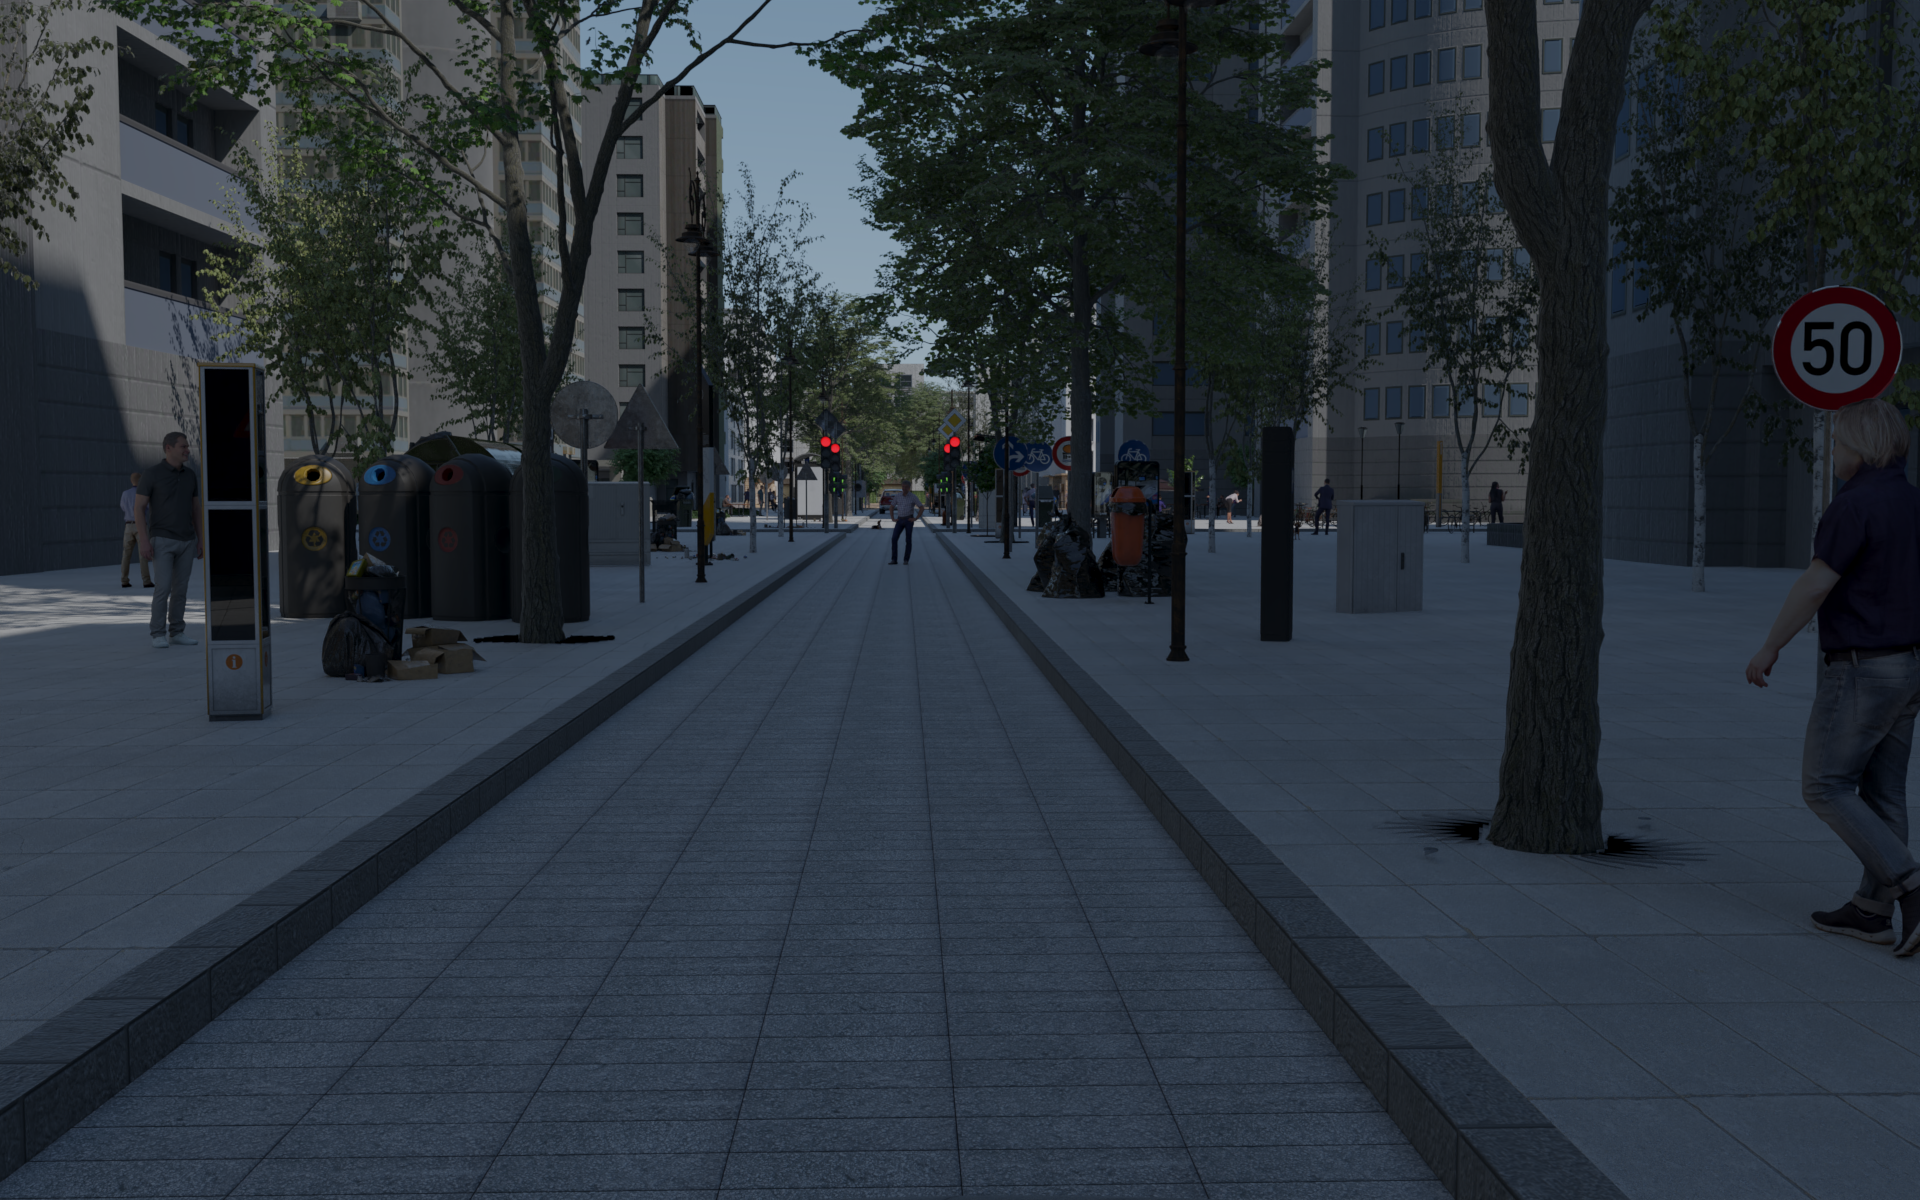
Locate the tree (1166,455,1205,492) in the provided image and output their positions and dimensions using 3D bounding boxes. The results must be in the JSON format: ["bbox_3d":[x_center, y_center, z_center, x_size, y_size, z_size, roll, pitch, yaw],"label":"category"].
[{"bbox_3d":[9.615,-4.849,73.887,1.663,3.219,1.824,0,3,0],"label":"tree"}]

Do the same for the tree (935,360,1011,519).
[{"bbox_3d":[0.467,-8.405,87.782,4.360,8.622,3.978,0,3,0],"label":"tree"}]

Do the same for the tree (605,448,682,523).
[{"bbox_3d":[-14.249,-5.735,77.482,4.285,4.588,4.351,0,3,0],"label":"tree"}]

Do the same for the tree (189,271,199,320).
[{"bbox_3d":[-12.806,-5.134,34.308,4.737,8.622,4.395,0,3,0],"label":"tree"}]

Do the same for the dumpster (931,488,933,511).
[{"bbox_3d":[-1.550,-7.767,129.483,1.502,2.255,1.985,0,4,-2],"label":"dumpster"}]

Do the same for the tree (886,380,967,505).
[{"bbox_3d":[-3.553,-17.627,194.859,9.857,13.997,8.962,0,3,0],"label":"tree"}]

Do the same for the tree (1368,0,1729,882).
[{"bbox_3d":[2.090,-4.898,5.837,9.928,11.665,9.643,0,3,0],"label":"tree"}]

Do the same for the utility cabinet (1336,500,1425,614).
[{"bbox_3d":[4.581,-0.471,18.857,1.020,1.237,0.306,-2,4,-29],"label":"utility cabinet"}]

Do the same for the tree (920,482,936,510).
[{"bbox_3d":[-2.366,-9.127,143.832,1.663,3.219,1.824,0,3,0],"label":"tree"}]

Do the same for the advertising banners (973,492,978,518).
[{"bbox_3d":[1.118,-5.950,93.465,0.090,3.025,2.074,2,4,24],"label":"advertising banners"}]

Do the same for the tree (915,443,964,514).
[{"bbox_3d":[-1.179,-7.821,111.579,4.285,4.588,4.351,0,3,0],"label":"tree"}]

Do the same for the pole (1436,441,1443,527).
[{"bbox_3d":[18.425,-4.449,66.582,0.158,3.312,0.155,0,3,0],"label":"pole"}]

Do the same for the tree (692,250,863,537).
[{"bbox_3d":[-5.589,-6.215,51.972,4.737,8.622,4.395,0,3,0],"label":"tree"}]

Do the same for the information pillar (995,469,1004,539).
[{"bbox_3d":[1.214,-2.776,49.880,0.304,2.012,0.304,2,4,29],"label":"information pillar"}]

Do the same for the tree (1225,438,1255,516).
[{"bbox_3d":[16.921,-7.137,100.408,4.285,4.588,4.351,0,3,0],"label":"tree"}]

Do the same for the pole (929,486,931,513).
[{"bbox_3d":[-2.065,-7.709,119.878,0.158,3.312,0.155,0,3,0],"label":"pole"}]

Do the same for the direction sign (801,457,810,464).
[{"bbox_3d":[-9.572,-6.954,105.700,0.876,3.537,0.379,-2,4,-29],"label":"direction sign"}]

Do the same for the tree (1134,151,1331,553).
[{"bbox_3d":[5.750,-5.338,37.639,4.737,8.622,4.395,0,3,0],"label":"tree"}]

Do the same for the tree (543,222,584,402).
[{"bbox_3d":[-11.581,-5.678,43.205,4.737,8.622,4.395,0,3,0],"label":"tree"}]

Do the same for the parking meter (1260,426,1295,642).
[{"bbox_3d":[2.786,-0.580,15.196,0.255,1.863,0.399,1,4,15],"label":"parking meter"}]

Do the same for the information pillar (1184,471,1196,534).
[{"bbox_3d":[7.321,-3.109,55.317,0.304,2.012,0.304,2,4,28],"label":"information pillar"}]

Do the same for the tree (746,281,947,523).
[{"bbox_3d":[-6.086,-8.699,76.638,7.601,10.594,8.767,-2,4,-32],"label":"tree"}]

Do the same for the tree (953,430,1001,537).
[{"bbox_3d":[0.914,-3.506,51.929,1.663,3.219,1.824,0,3,0],"label":"tree"}]

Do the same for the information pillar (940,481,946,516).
[{"bbox_3d":[-0.969,-5.836,99.907,0.304,2.012,0.304,0,4,7],"label":"information pillar"}]

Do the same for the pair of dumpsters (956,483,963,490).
[{"bbox_3d":[-0.324,-7.521,125.456,1.574,2.255,4.437,0,4,-2],"label":"pair of dumpsters"}]

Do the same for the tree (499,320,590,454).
[{"bbox_3d":[-17.189,-7.400,71.358,4.360,8.622,3.978,0,3,0],"label":"tree"}]

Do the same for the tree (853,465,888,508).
[{"bbox_3d":[-8.450,-10.890,161.761,4.285,4.588,4.351,0,3,0],"label":"tree"}]

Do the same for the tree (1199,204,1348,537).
[{"bbox_3d":[8.563,-5.756,44.470,4.360,8.622,3.978,0,3,0],"label":"tree"}]

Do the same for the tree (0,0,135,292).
[{"bbox_3d":[-11.112,-4.186,18.804,4.360,8.622,3.978,0,3,0],"label":"tree"}]

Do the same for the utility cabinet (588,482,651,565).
[{"bbox_3d":[-6.124,-1.356,30.853,1.173,1.500,0.318,-1,4,-16],"label":"utility cabinet"}]

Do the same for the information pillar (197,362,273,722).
[{"bbox_3d":[-4.122,-0.329,9.865,0.304,2.012,0.304,-1,4,-12],"label":"information pillar"}]

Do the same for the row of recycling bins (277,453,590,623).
[{"bbox_3d":[-5.449,-0.660,17.898,3.534,1.692,1.069,1,4,16],"label":"row of recycling bins"}]

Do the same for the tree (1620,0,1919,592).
[{"bbox_3d":[9.696,-4.401,22.317,4.360,8.622,3.978,0,3,0],"label":"tree"}]

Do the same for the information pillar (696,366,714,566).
[{"bbox_3d":[-4.558,-2.426,31.012,0.183,3.616,0.504,-2,4,-34],"label":"information pillar"}]

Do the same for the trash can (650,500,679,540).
[{"bbox_3d":[-7.267,-1.893,42.602,0.748,1.137,0.748,0,3,0],"label":"trash can"}]

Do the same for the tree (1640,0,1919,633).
[{"bbox_3d":[8.080,-3.989,15.583,4.737,8.622,4.395,0,3,0],"label":"tree"}]

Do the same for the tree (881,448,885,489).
[{"bbox_3d":[-8.028,-12.004,146.630,4.360,8.622,3.978,0,3,0],"label":"tree"}]

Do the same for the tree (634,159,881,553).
[{"bbox_3d":[-4.713,-5.334,37.573,4.360,8.622,3.978,0,3,0],"label":"tree"}]

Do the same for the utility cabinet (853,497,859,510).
[{"bbox_3d":[-8.276,-7.665,134.008,0.318,1.500,1.173,-3,5,-40],"label":"utility cabinet"}]

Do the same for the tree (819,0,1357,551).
[{"bbox_3d":[1.794,-6.545,25.136,7.486,12.596,7.792,0,3,0],"label":"tree"}]

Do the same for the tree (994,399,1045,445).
[{"bbox_3d":[4.006,-10.447,121.169,4.737,8.622,4.395,0,3,0],"label":"tree"}]

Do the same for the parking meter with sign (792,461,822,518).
[{"bbox_3d":[-8.104,-5.879,92.389,1.738,3.016,0.543,-1,4,-16],"label":"parking meter with sign"}]

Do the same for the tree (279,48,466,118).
[{"bbox_3d":[-9.573,-4.741,27.877,4.737,8.622,4.395,0,3,0],"label":"tree"}]

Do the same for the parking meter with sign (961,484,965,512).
[{"bbox_3d":[0.276,-7.558,119.833,0.543,3.016,1.738,0,4,0],"label":"parking meter with sign"}]

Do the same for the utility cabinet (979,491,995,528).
[{"bbox_3d":[1.258,-3.407,64.389,1.173,1.500,0.318,-2,4,-33],"label":"utility cabinet"}]

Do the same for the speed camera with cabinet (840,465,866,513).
[{"bbox_3d":[-7.387,-7.462,116.340,2.038,3.252,0.660,1,4,20],"label":"speed camera with cabinet"}]

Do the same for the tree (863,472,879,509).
[{"bbox_3d":[-8.093,-9.674,152.769,1.663,3.219,1.824,0,3,0],"label":"tree"}]

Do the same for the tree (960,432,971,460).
[{"bbox_3d":[-2.922,-15.274,184.135,8.767,10.594,7.601,-1,4,-16],"label":"tree"}]

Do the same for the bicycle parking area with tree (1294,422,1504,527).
[{"bbox_3d":[17.558,-5.185,71.776,9.016,4.147,8.231,1,4,10],"label":"bicycle parking area with tree"}]

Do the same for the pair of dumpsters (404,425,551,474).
[{"bbox_3d":[-6.267,-1.249,22.907,1.574,2.255,4.437,0,4,-2],"label":"pair of dumpsters"}]

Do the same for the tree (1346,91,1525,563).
[{"bbox_3d":[9.414,-4.983,31.830,4.360,8.622,3.978,0,3,0],"label":"tree"}]

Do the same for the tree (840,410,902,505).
[{"bbox_3d":[-11.040,-17.687,206.190,9.611,12.733,9.660,0,3,0],"label":"tree"}]

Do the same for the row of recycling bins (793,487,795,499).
[{"bbox_3d":[-8.734,-5.523,97.419,1.069,1.692,3.534,1,4,12],"label":"row of recycling bins"}]
